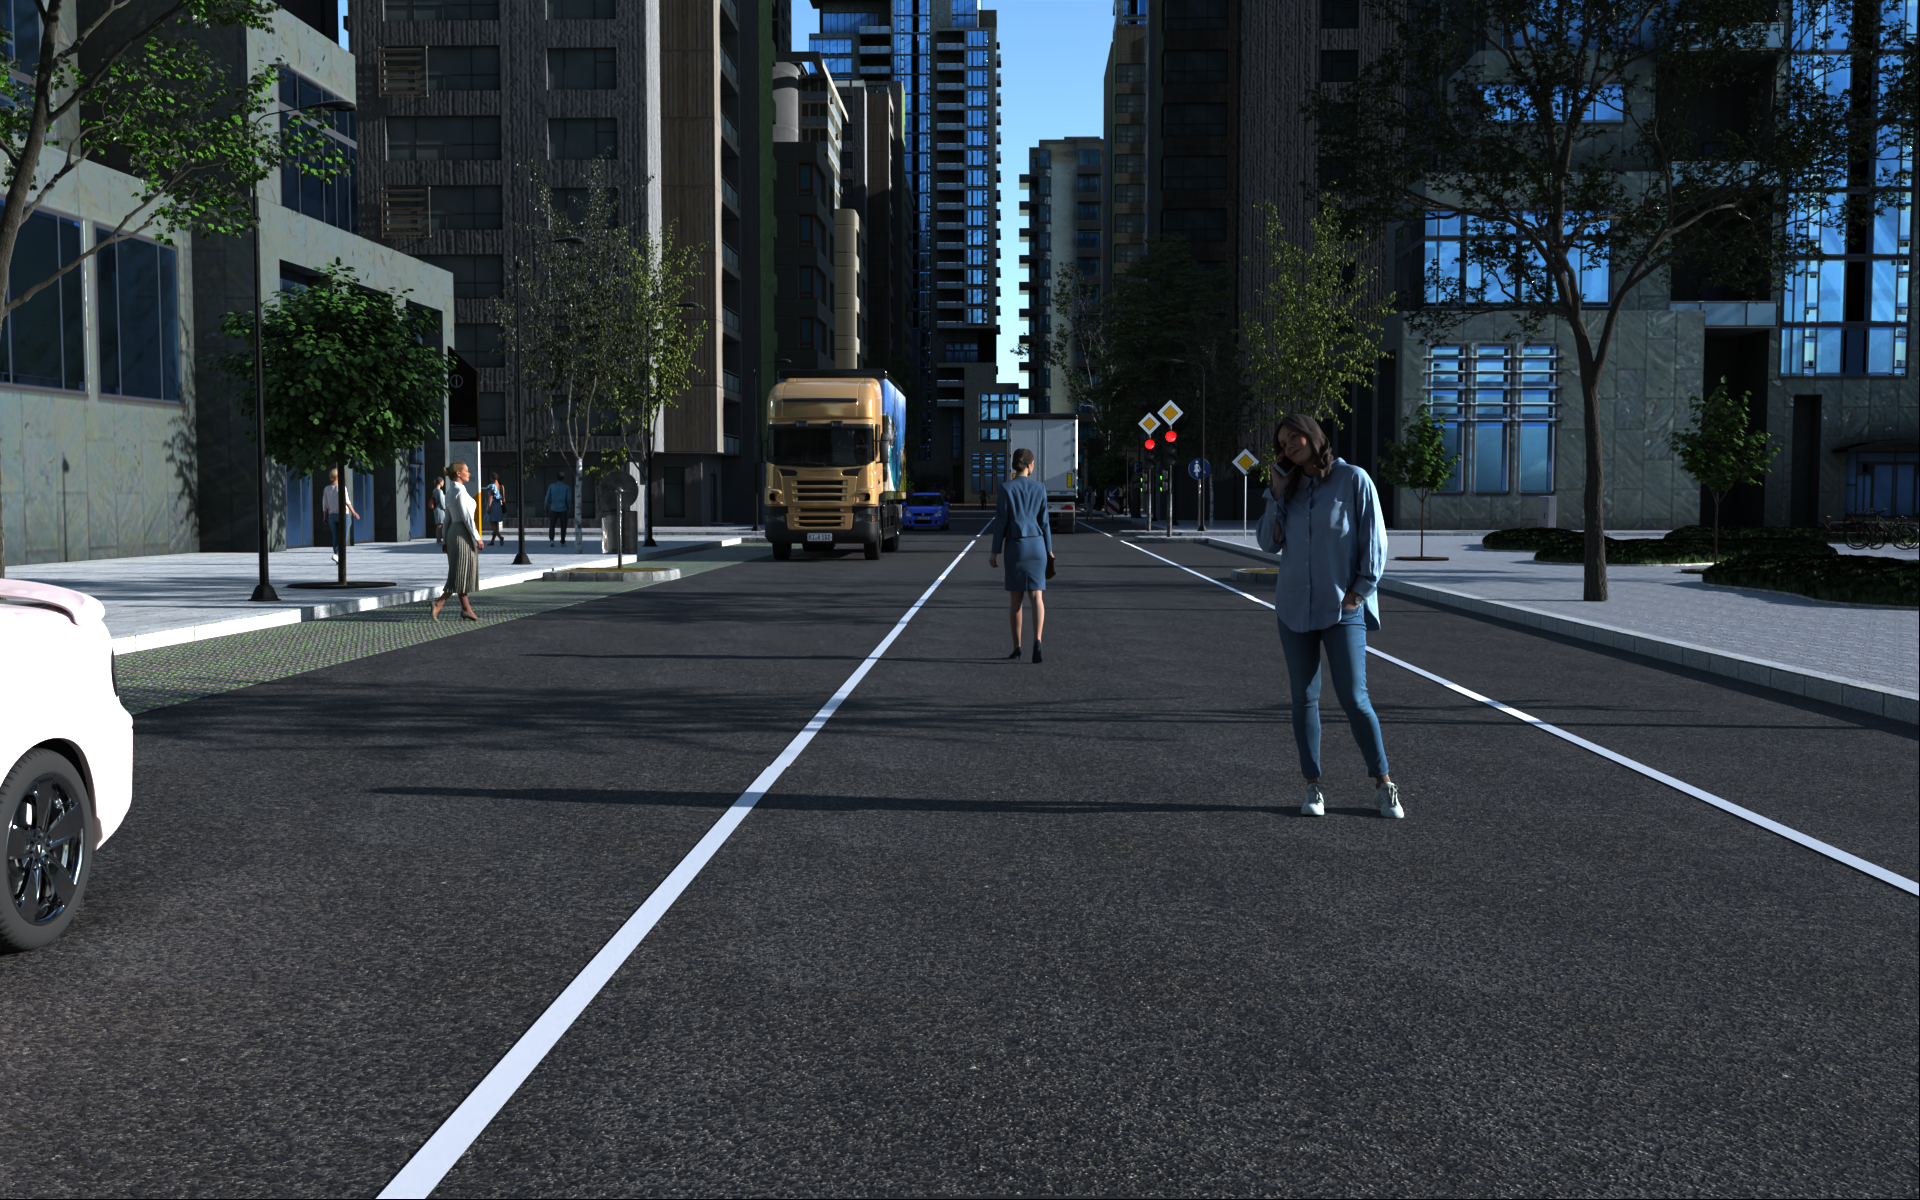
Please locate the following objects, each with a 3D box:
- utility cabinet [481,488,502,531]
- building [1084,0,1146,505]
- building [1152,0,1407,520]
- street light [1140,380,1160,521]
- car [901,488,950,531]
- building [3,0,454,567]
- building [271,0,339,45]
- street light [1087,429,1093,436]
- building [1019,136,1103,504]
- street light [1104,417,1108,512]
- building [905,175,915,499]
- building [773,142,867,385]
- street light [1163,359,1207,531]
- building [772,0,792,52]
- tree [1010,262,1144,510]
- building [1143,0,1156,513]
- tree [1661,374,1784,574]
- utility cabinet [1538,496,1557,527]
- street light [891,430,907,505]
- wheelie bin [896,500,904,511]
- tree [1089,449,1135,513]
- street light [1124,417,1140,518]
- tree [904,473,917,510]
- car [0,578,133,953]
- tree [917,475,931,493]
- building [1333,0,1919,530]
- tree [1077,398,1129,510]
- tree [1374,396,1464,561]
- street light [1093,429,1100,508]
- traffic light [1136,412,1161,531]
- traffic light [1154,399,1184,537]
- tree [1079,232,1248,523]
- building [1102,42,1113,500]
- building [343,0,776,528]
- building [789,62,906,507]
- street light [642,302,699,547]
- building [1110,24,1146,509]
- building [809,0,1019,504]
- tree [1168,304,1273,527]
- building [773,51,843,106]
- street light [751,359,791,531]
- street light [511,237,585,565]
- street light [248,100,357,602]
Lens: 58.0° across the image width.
[{"bbox_3d":[-16.350,-3.108,59.497,1.173,1.500,0.318,0,4,8],"label":"utility cabinet"},{"bbox_3d":[25.699,-53.721,191.014,22.319,86.520,31.000,0,4,2],"label":"building"},{"bbox_3d":[17.039,-19.500,90.534,14.160,30.474,14.107,0,4,2],"label":"building"},{"bbox_3d":[8.241,-5.994,70.537,1.470,5.913,1.316,0,4,2],"label":"street light"},{"bbox_3d":[-1.335,-3.612,68.644,1.945,1.707,3.694,0,4,3],"label":"car"},{"bbox_3d":[-30.599,-44.338,37.594,31.000,86.520,22.319,0,4,2],"label":"building"},{"bbox_3d":[-33.035,-18.006,66.106,14.107,30.474,14.160,0,4,2],"label":"building"},{"bbox_3d":[10.009,-9.270,124.104,1.470,5.913,1.316,0,4,2],"label":"street light"},{"bbox_3d":[23.099,-37.417,231.373,30.456,49.044,23.786,0,4,2],"label":"building"},{"bbox_3d":[9.342,-7.955,102.597,1.470,5.913,1.316,0,4,2],"label":"street light"},{"bbox_3d":[-17.255,-30.637,192.793,23.993,40.220,32.217,0,4,2],"label":"building"},{"bbox_3d":[-20.372,-15.600,100.106,27.650,21.520,28.899,0,4,2],"label":"building"},{"bbox_3d":[7.858,-5.343,59.899,1.470,5.913,1.316,0,4,2],"label":"street light"},{"bbox_3d":[-33.722,-48.433,230.137,20.611,71.187,20.563,0,4,2],"label":"building"},{"bbox_3d":[10.852,-17.514,142.237,12.611,20.169,13.585,0,3,0],"label":"tree"},{"bbox_3d":[23.269,-35.266,118.601,21.231,58.520,28.212,0,4,2],"label":"building"},{"bbox_3d":[12.374,-2.040,27.949,1.663,3.219,1.824,0,3,0],"label":"tree"},{"bbox_3d":[19.862,-2.903,58.633,0.306,1.237,1.020,0,4,0],"label":"utility cabinet"},{"bbox_3d":[-4.410,-9.371,125.755,1.470,5.913,1.316,0,4,2],"label":"street light"},{"bbox_3d":[-4.649,-7.743,134.504,0.980,1.594,0.693,0,4,-4],"label":"wheelie bin"},{"bbox_3d":[10.608,-8.336,120.002,4.285,4.588,4.351,0,3,0],"label":"tree"},{"bbox_3d":[8.644,-6.671,81.615,1.470,5.913,1.316,0,4,2],"label":"street light"},{"bbox_3d":[-4.743,-8.898,140.081,1.663,3.219,1.824,0,3,0],"label":"tree"},{"bbox_3d":[-3.800,0.503,4.135,2.083,1.381,4.827,0,3,0],"label":"car"},{"bbox_3d":[-3.673,-10.897,172.764,1.663,3.219,1.824,0,3,0],"label":"tree"},{"bbox_3d":[31.423,-46.282,69.384,31.000,86.520,22.319,0,4,2],"label":"building"},{"bbox_3d":[10.638,-10.926,128.995,4.360,8.622,3.978,0,3,0],"label":"tree"},{"bbox_3d":[9.101,-2.389,33.664,1.663,3.219,1.824,0,3,0],"label":"tree"},{"bbox_3d":[9.666,-8.628,113.613,1.470,5.913,1.316,0,4,2],"label":"street light"},{"bbox_3d":[6.478,-4.319,59.534,0.839,4.253,0.868,0,4,2],"label":"traffic light"},{"bbox_3d":[6.224,-3.831,51.553,0.839,4.253,0.868,0,4,2],"label":"traffic light"},{"bbox_3d":[9.101,-9.662,76.094,7.486,12.596,7.792,0,3,0],"label":"tree"},{"bbox_3d":[21.231,-31.755,169.310,14.600,45.320,14.200,0,4,2],"label":"building"},{"bbox_3d":[-15.369,-23.627,69.894,14.154,41.232,14.086,0,4,2],"label":"building"},{"bbox_3d":[-12.684,-29.548,166.700,14.154,41.232,14.086,0,4,2],"label":"building"},{"bbox_3d":[-7.032,-4.255,42.118,1.470,5.913,1.316,0,4,2],"label":"street light"},{"bbox_3d":[20.485,-28.817,154.760,14.154,41.232,14.086,0,4,2],"label":"building"},{"bbox_3d":[-7.653,-56.104,229.964,31.000,86.520,22.319,0,4,2],"label":"building"},{"bbox_3d":[9.842,-7.125,66.855,4.360,8.622,3.978,0,3,0],"label":"tree"},{"bbox_3d":[-22.883,-27.863,147.437,32.217,40.220,23.993,0,4,2],"label":"building"},{"bbox_3d":[-6.520,-5.338,59.819,1.470,5.913,1.316,0,4,2],"label":"street light"},{"bbox_3d":[-7.463,-3.602,31.433,1.470,5.913,1.316,0,4,2],"label":"street light"},{"bbox_3d":[-7.812,-2.939,20.598,1.470,5.913,1.316,0,4,2],"label":"street light"}]
